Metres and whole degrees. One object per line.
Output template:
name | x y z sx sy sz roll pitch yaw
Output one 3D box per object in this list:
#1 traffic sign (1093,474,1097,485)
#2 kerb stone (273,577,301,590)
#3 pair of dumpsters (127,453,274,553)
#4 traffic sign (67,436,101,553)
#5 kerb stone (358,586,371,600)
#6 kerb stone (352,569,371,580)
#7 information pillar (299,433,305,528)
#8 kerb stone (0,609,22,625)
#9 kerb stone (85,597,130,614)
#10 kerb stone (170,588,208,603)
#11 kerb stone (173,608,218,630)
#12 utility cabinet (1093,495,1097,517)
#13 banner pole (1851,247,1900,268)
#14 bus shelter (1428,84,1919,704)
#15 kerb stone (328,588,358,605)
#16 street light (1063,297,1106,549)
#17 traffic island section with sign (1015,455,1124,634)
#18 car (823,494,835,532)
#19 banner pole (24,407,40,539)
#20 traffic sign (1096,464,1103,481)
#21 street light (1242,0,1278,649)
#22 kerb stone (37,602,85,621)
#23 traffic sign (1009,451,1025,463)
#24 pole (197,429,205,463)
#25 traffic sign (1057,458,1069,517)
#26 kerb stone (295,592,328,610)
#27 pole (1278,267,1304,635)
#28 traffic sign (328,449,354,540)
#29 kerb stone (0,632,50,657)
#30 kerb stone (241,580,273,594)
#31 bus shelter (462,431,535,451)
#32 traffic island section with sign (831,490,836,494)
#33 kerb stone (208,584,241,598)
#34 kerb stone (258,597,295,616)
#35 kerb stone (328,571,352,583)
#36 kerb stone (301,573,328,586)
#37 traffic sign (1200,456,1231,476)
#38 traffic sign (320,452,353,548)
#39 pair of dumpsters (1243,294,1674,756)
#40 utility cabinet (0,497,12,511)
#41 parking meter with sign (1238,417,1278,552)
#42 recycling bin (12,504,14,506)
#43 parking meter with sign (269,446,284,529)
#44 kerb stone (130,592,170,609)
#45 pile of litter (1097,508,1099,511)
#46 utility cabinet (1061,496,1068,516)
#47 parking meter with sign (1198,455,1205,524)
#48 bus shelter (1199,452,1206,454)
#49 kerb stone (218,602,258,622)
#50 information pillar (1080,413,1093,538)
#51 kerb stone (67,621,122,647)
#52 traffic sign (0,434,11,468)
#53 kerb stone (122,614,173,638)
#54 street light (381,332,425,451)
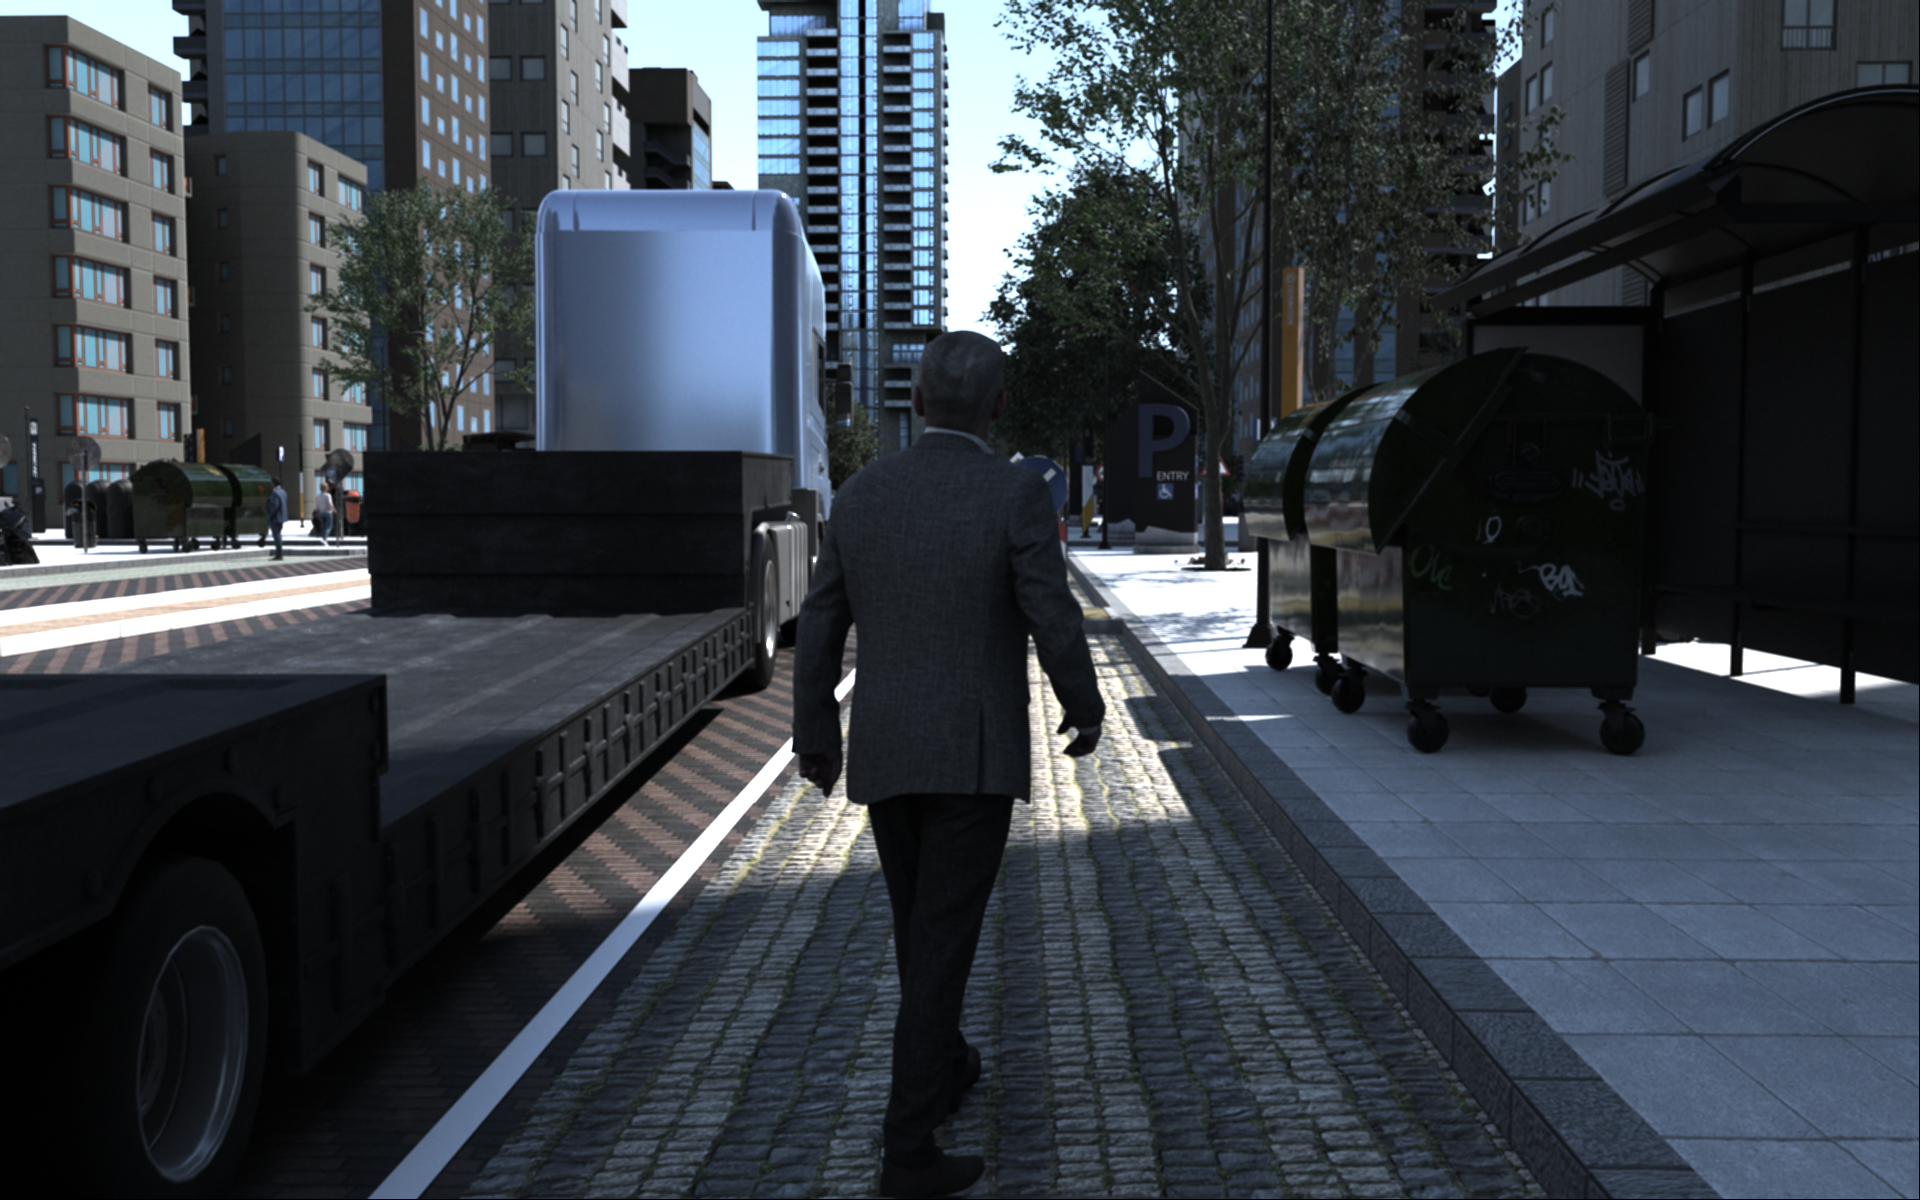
traffic sign | 8.096 -6.543 107.084 0.768 2.556 0.104 0 4 4
kerb stone | -10.224 -0.236 26.062 0.120 0.150 1.000 0 4 2
pair of dumpsters | -17.184 -2.256 39.387 1.574 2.255 4.437 0 4 2
traffic sign | -19.124 -2.306 37.817 0.768 2.556 0.104 0 4 3
kerb stone | -8.195 -0.103 23.875 0.120 0.150 1.000 0 4 2
kerb stone | -10.126 -0.424 29.134 0.120 0.150 1.000 0 4 2
information pillar | -25.115 -4.567 66.031 0.183 3.616 0.504 -1 4 -23
kerb stone | -10.445 0.204 18.893 0.120 0.150 1.000 0 4 2
kerb stone | -10.385 0.080 20.946 0.120 0.150 1.000 0 4 2
kerb stone | -10.317 -0.048 22.992 0.120 0.150 1.000 0 4 2
kerb stone | -8.353 0.211 18.754 0.120 0.150 1.000 0 4 2
utility cabinet | 7.328 -5.310 97.983 0.306 1.237 1.020 3 5 41
banner pole | 7.044 -1.427 13.354 0.863 3.779 0.401 -2 4 -34
bus shelter | 4.724 -1.066 11.345 2.014 3.302 5.546 0 4 2
kerb stone | -8.221 -0.035 22.854 0.120 0.150 1.000 0 4 2
street light | 2.833 -4.137 40.188 1.470 5.913 1.316 0 4 2
traffic island section with sign | 0.704 -0.607 18.555 1.989 1.847 2.006 0 4 2
car | -4.270 -3.232 64.648 2.131 1.459 4.920 0 4 0
banner pole | -26.701 -3.660 49.859 0.401 3.779 0.863 0 4 -3
traffic sign | 5.982 -4.356 71.330 0.768 2.556 0.104 0 4 5
street light | 2.006 -2.559 14.386 1.470 5.913 1.316 0 4 2
kerb stone | -10.416 0.139 19.917 0.120 0.150 1.000 0 4 2
traffic sign | 1.368 -2.265 40.669 0.795 2.450 0.064 0 4 2
pole | -23.729 -3.691 54.189 0.158 3.312 0.155 0 3 0
traffic sign | 6.086 -6.275 96.476 2.265 3.308 0.079 0 4 6
kerb stone | -8.258 0.022 21.832 0.120 0.150 1.000 0 4 2
pole | 3.013 -1.340 15.746 0.158 3.312 0.155 0 3 0
traffic sign | -17.387 -2.968 48.641 0.768 2.556 0.104 0 4 7
kerb stone | -8.447 0.398 15.685 0.120 0.150 1.000 0 4 2
kerb stone | -10.249 -0.173 25.035 0.120 0.150 1.000 0 4 2
bus shelter | -17.562 -4.653 67.367 1.731 3.624 6.357 0 4 2
traffic island section with sign | -11.064 -8.704 150.939 1.989 1.847 2.006 0 4 2
kerb stone | -10.286 -0.102 24.014 0.120 0.150 1.000 0 4 2
kerb stone | -8.290 0.085 20.802 0.120 0.150 1.000 0 4 2
kerb stone | -10.159 -0.362 28.113 0.120 0.150 1.000 0 4 2
kerb stone | -10.191 -0.299 27.092 0.120 0.150 1.000 0 4 2
traffic sign | 7.346 -3.049 49.862 0.884 2.594 0.081 0 4 4
traffic sign | -14.818 -2.297 41.197 0.795 2.450 0.064 0 4 2
pair of dumpsters | 2.792 -0.490 10.506 1.574 2.255 4.437 0 4 2
utility cabinet | -19.255 -1.430 34.541 1.020 1.237 0.306 3 5 40
parking meter with sign | 6.639 -2.599 38.761 0.543 3.016 1.738 1 4 23
recycling bin | -23.389 -1.800 41.991 0.722 1.027 0.722 -1 4 -17
parking meter with sign | -25.598 -4.090 63.128 1.738 3.016 0.543 0 4 -5
kerb stone | -10.355 0.022 21.970 0.120 0.150 1.000 0 4 2
pile of litter | 9.966 -6.599 121.861 1.719 0.858 1.176 -1 4 -11
utility cabinet | 6.390 -5.616 102.991 1.020 1.237 0.306 1 4 16
parking meter with sign | 10.437 -4.842 75.424 0.543 3.016 1.738 1 4 14
bus shelter | 8.299 -4.519 67.808 2.014 3.302 5.546 0 4 2
kerb stone | -8.324 0.153 19.776 0.120 0.150 1.000 0 4 2
information pillar | 3.723 -3.621 50.558 0.183 3.616 0.504 2 4 35
kerb stone | -8.427 0.337 16.707 0.120 0.150 1.000 0 4 2
traffic sign | -19.965 -2.182 35.785 0.768 2.556 0.104 0 4 5
kerb stone | -8.390 0.273 17.732 0.120 0.150 1.000 0 4 2
street light | -16.010 -4.722 49.753 1.470 5.913 1.316 0 4 2
